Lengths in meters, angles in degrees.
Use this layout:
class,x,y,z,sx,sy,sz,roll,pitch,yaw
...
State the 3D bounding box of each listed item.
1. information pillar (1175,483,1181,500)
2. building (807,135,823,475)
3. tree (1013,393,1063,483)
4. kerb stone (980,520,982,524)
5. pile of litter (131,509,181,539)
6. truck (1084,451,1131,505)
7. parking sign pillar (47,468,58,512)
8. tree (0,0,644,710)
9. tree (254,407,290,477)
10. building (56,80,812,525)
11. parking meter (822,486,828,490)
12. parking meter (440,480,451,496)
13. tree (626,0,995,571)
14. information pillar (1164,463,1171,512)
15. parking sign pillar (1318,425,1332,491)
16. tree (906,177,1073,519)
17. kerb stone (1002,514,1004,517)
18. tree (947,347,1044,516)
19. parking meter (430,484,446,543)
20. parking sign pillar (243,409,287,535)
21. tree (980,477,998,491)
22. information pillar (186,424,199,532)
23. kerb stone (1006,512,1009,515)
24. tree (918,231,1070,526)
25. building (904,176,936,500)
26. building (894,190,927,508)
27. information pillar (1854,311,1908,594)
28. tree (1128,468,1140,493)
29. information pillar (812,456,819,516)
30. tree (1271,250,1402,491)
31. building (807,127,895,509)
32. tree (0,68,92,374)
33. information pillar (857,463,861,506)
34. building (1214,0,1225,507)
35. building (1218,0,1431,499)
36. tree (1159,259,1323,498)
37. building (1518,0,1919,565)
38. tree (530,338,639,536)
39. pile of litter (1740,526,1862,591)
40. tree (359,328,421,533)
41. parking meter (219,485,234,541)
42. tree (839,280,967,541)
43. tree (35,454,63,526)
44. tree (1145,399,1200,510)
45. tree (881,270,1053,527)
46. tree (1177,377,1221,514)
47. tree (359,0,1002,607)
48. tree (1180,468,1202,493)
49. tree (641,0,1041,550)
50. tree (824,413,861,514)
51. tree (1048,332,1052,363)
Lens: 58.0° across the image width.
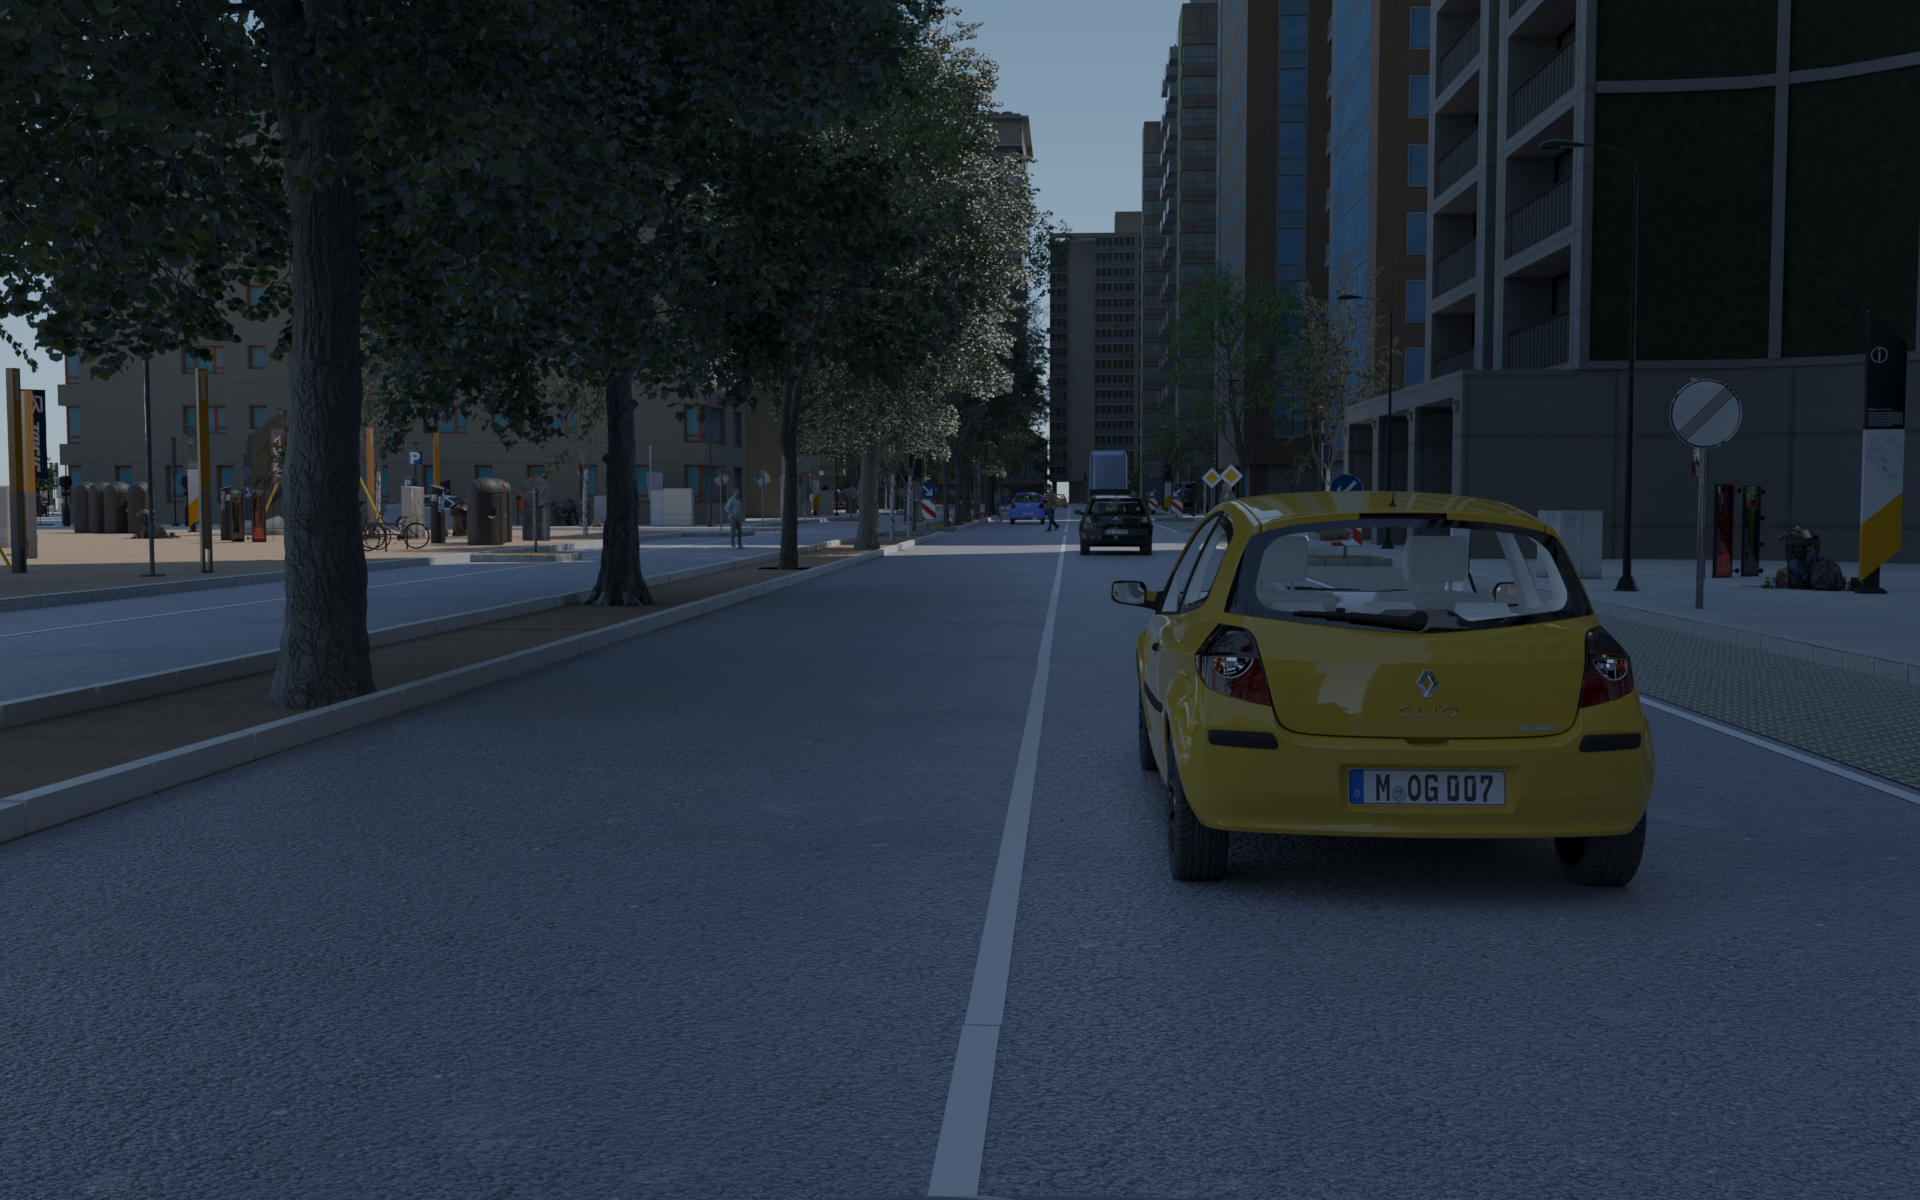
class,x,y,z,sx,sy,sz,roll,pitch,yaw
information pillar,14.688,-6.858,116.621,0.304,2.012,0.304,-2,4,-32
building,-21.772,-28.604,122.293,22.147,44.769,28.867,0,4,4
tree,2.354,-12.252,119.777,9.611,12.733,9.660,0,3,0
kerb stone,0.809,-3.585,80.936,0.120,0.150,1.000,0,4,4
pile of litter,-23.329,-2.210,50.095,1.719,0.858,1.176,2,4,30
truck,8.976,-6.880,102.244,2.967,4.110,18.799,0,4,3
parking sign pillar,-66.190,-8.372,125.347,1.447,3.967,1.447,0,4,0
tree,-4.337,-6.259,11.454,9.857,13.997,8.962,0,3,0
tree,-12.435,-2.375,33.432,1.663,3.219,1.824,0,3,0
building,-23.323,-14.751,86.212,27.650,21.520,28.899,0,4,4
parking meter,-9.257,-6.897,118.478,0.399,1.863,0.255,-3,4,-37
parking meter,-21.157,-4.005,71.196,0.255,1.863,0.399,2,4,30
tree,-3.139,-6.365,32.277,9.928,11.665,9.643,0,3,0
information pillar,15.239,-8.299,127.036,0.504,3.616,0.183,0,4,3
parking sign pillar,14.437,-4.899,68.567,1.447,3.967,1.447,1,4,17
tree,-0.183,-14.836,100.913,12.611,20.169,13.585,0,3,0
kerb stone,2.466,-5.153,106.499,0.120,0.150,1.000,0,4,4
tree,1.681,-11.657,111.175,7.486,12.596,7.792,0,3,0
parking meter,-13.611,-2.246,45.139,0.372,1.533,0.369,0,3,0
parking sign pillar,-21.748,-4.024,54.257,1.447,3.967,1.447,2,4,33
tree,2.599,-10.732,128.284,4.360,8.622,3.978,0,3,0
information pillar,-25.705,-4.085,58.152,0.504,3.616,0.183,1,4,10
kerb stone,2.987,-5.657,114.691,0.120,0.150,1.000,0,4,4
tree,-0.088,-10.147,78.738,12.009,13.543,11.850,0,3,0
building,-14.870,-31.201,202.012,23.993,40.220,32.217,0,4,4
building,-10.791,-23.997,164.051,14.160,30.474,14.107,0,4,4
information pillar,11.828,-1.888,22.221,0.504,3.616,0.183,1,4,9
tree,22.342,-14.343,218.216,4.285,4.588,4.351,0,3,0
information pillar,-8.507,-6.780,102.205,0.504,3.616,0.183,3,5,42
tree,11.383,-6.293,53.256,4.360,8.622,3.978,0,3,0
building,-13.354,-28.513,149.777,14.154,41.232,14.086,0,4,4
tree,-12.948,-4.366,21.743,4.737,8.622,4.395,0,3,0
information pillar,-6.823,-7.814,119.114,0.504,3.616,0.183,-1,4,-10
building,29.137,-35.647,124.823,21.231,58.520,28.212,0,4,4
building,20.995,-26.838,88.909,14.600,45.320,14.200,0,4,4
tree,12.518,-9.278,77.449,9.928,11.665,9.643,0,3,0
building,20.345,-36.555,35.924,20.563,71.187,20.611,0,4,4
tree,-11.434,-6.247,52.508,4.360,8.622,3.978,0,3,0
pile of litter,11.515,-0.584,23.506,1.176,0.858,1.719,-1,4,-22
tree,-19.252,-6.540,57.285,4.360,8.622,3.978,0,3,0
parking meter,-20.290,-2.419,47.963,0.372,1.533,0.369,0,3,0
tree,-1.666,-6.364,56.865,4.360,8.622,3.978,0,3,0
tree,-37.811,-4.667,70.908,1.663,3.219,1.824,0,3,0
tree,16.570,-11.314,135.346,4.737,8.622,4.395,0,3,0
tree,-0.470,-8.078,68.945,8.767,10.594,7.601,0,4,4
tree,15.613,-9.679,108.609,4.360,8.622,3.978,0,3,0
tree,-4.365,-6.279,22.120,9.611,12.733,9.660,0,3,0
tree,16.963,-8.101,127.047,1.663,3.219,1.824,0,3,0
tree,-2.388,-8.263,44.220,9.857,13.997,8.962,0,3,0
tree,-7.216,-9.900,112.227,4.737,8.622,4.395,0,3,0
tree,0.284,-11.047,89.735,9.857,13.997,8.962,0,3,0
